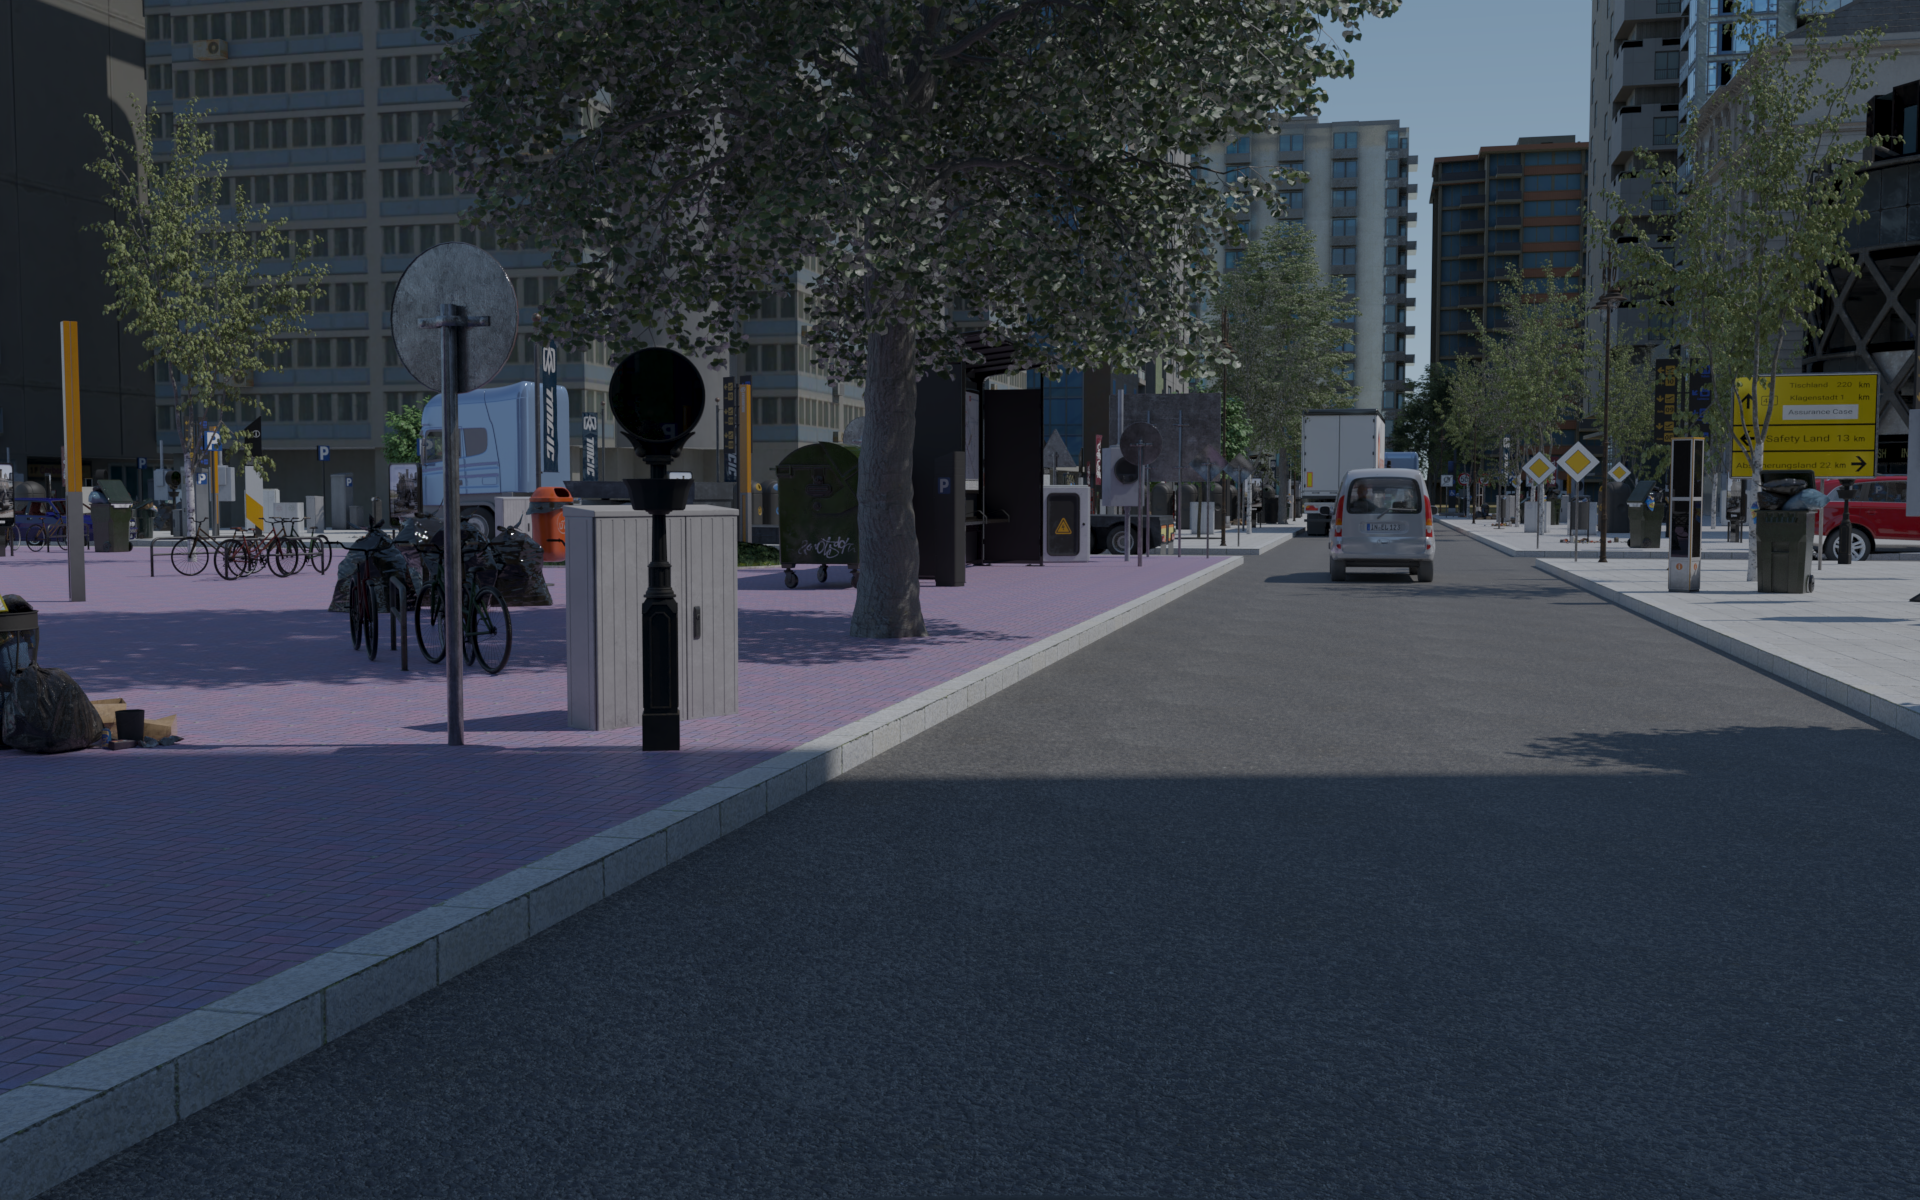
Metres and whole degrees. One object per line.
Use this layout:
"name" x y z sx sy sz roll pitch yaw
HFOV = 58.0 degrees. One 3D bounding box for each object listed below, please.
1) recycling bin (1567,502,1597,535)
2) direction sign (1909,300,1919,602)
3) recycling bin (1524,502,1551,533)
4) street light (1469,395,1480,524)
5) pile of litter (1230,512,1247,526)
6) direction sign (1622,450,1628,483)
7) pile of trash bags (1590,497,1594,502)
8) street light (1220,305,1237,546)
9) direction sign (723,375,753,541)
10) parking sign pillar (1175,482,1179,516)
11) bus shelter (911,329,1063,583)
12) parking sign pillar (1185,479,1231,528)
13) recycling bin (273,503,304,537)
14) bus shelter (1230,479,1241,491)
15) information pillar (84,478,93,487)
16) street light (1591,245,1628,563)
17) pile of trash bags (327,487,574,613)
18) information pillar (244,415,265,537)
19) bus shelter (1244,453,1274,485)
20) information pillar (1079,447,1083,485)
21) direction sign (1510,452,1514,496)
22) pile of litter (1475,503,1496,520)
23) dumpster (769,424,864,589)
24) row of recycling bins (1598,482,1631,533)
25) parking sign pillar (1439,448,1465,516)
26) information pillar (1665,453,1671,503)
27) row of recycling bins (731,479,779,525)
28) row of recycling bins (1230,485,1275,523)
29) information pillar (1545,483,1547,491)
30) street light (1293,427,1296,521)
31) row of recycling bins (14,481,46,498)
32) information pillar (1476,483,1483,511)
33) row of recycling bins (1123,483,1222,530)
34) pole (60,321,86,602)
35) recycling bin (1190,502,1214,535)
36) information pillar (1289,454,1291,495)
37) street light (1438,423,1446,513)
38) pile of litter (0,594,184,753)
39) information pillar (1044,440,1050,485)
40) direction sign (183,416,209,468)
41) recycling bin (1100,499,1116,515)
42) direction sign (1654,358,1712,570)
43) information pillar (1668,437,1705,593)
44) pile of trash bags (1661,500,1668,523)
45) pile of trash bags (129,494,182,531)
"recycling bin" 19.392 -2.535 53.994 0.722 1.027 0.722 0 4 4
"direction sign" 11.504 -1.743 20.492 0.876 3.537 0.379 -2 4 -34
"recycling bin" 19.218 -2.757 57.632 0.722 1.027 0.722 2 4 29
"street light" 22.193 -6.230 74.648 0.468 5.910 1.993 1 4 13
"pile of litter" 11.494 -3.478 70.830 1.176 0.858 1.719 2 4 29
"direction sign" 33.825 -5.884 88.192 0.379 3.537 0.876 3 4 39
"pile of trash bags" 37.967 -6.016 108.109 3.447 1.369 1.912 2 4 32
"street light" 6.503 -4.271 42.612 0.468 5.910 1.993 1 4 13
"direction sign" -4.267 -2.527 33.317 0.379 3.537 0.876 -3 5 -45
"parking sign pillar" 13.256 -6.929 101.762 1.447 3.967 1.447 -1 4 -16
"bus shelter" 0.291 -2.239 27.893 1.731 3.624 6.357 1 4 14
"parking sign pillar" 9.460 -4.682 65.022 1.447 3.967 1.447 2 4 25
"recycling bin" -19.726 -2.345 50.899 0.722 1.027 0.722 -1 4 -9
"bus shelter" 12.732 -5.745 85.212 1.731 3.624 6.357 1 4 14
"information pillar" -40.069 -4.597 79.652 0.304 2.012 0.304 -3 5 -39
"street light" 12.057 -3.640 32.307 0.468 5.910 1.993 1 4 13
"pile of trash bags" -5.565 -0.633 20.100 1.912 1.369 3.447 1 4 21
"information pillar" -20.967 -3.676 51.459 0.504 3.616 0.183 -2 4 -30
"bus shelter" 17.613 -6.838 103.079 1.731 3.624 6.357 1 4 14
"information pillar" 6.088 -5.866 87.262 0.183 3.616 0.504 -1 4 -14
"direction sign" 29.460 -6.148 92.512 0.379 3.537 0.876 2 4 28
"pile of litter" 26.451 -4.446 86.661 1.719 0.858 1.176 0 4 -2
"dumpster" -1.676 -1.322 24.113 1.502 2.255 1.985 1 4 13
"row of recycling bins" 22.056 -3.129 58.274 1.069 1.692 3.534 1 4 18
"parking sign pillar" 28.846 -6.912 101.480 1.447 3.967 1.447 1 4 15
"information pillar" 36.004 -5.913 88.039 0.183 3.616 0.504 0 4 3
"row of recycling bins" -4.985 -2.574 49.196 3.534 1.692 1.069 -3 5 -42
"row of recycling bins" 12.272 -4.259 76.751 3.534 1.692 1.069 2 4 30
"information pillar" 30.750 -5.257 90.440 0.304 2.012 0.304 0 4 4
"street light" 15.683 -6.623 81.080 0.468 5.910 1.993 1 4 13
"row of recycling bins" -30.811 -3.028 56.615 1.069 1.692 3.534 -3 5 -42
"information pillar" 33.212 -6.500 110.761 0.304 2.012 0.304 -2 4 -24
"row of recycling bins" 7.790 -3.396 62.637 3.534 1.692 1.069 1 4 13
"pole" -10.533 -1.635 20.568 0.158 3.312 0.155 0 3 0
"recycling bin" 7.717 -2.610 55.222 0.722 1.027 0.722 0 4 3
"information pillar" 18.601 -6.502 97.666 0.183 3.616 0.504 1 4 14
"street light" 31.344 -8.566 112.843 0.468 5.910 1.993 1 4 13
"pile of litter" -4.887 0.302 9.021 1.719 0.858 1.176 2 4 27
"information pillar" 3.671 -5.060 74.086 0.183 3.616 0.504 2 4 35
"direction sign" -22.360 -3.595 50.768 0.379 3.537 0.876 1 4 22
"recycling bin" 7.275 -4.422 84.857 0.722 1.027 0.722 1 4 15
"direction sign" 12.066 -2.261 28.971 0.876 3.537 0.379 1 4 18
"information pillar" 9.477 -1.108 22.613 0.304 2.012 0.304 -3 5 -42
"pile of trash bags" 31.290 -4.165 77.857 3.447 1.369 1.912 2 4 30
"pile of trash bags" -28.642 -3.142 61.125 3.447 1.369 1.912 2 4 27
